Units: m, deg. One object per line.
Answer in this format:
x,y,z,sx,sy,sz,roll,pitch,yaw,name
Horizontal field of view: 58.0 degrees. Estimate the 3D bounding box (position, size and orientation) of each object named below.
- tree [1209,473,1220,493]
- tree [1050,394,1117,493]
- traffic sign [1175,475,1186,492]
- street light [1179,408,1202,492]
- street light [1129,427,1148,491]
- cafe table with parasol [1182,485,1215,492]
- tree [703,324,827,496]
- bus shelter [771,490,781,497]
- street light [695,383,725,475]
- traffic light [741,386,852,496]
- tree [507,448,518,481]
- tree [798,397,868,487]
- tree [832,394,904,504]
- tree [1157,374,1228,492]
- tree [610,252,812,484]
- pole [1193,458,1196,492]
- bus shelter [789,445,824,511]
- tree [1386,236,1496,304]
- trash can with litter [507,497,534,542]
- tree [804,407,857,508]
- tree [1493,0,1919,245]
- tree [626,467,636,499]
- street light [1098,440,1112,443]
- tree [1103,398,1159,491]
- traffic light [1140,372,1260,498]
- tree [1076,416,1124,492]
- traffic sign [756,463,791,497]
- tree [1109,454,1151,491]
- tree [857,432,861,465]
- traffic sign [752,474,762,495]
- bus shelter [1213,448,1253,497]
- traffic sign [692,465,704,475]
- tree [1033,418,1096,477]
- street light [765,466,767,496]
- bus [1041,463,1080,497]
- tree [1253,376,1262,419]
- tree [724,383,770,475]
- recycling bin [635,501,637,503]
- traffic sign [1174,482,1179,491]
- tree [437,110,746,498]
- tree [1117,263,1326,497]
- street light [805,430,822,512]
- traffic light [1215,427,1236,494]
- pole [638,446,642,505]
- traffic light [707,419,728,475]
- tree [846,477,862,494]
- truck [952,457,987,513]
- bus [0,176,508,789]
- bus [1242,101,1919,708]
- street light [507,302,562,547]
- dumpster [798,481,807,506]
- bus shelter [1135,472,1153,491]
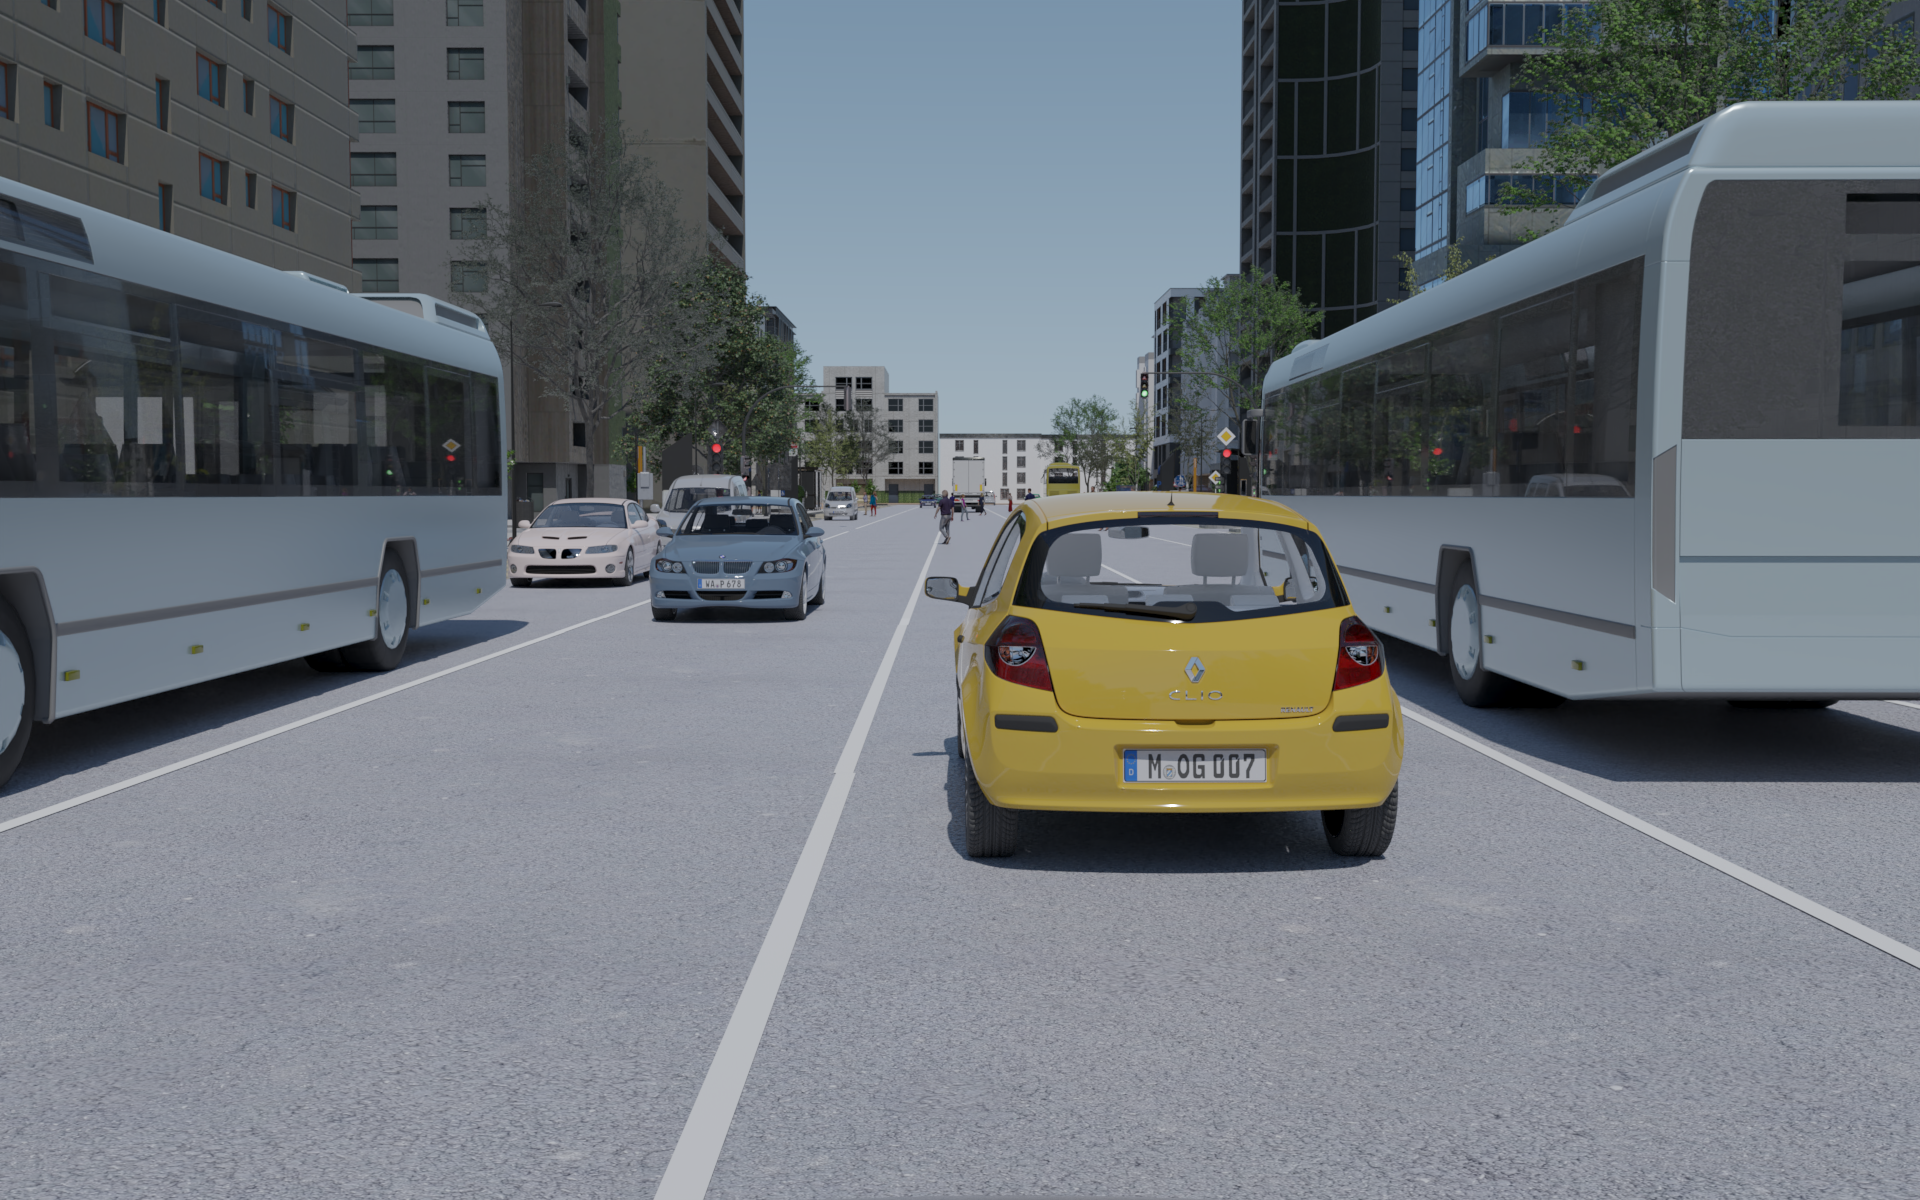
18.664,-7.812,122.329,1.663,3.219,1.824,0,3,0,tree
13.236,-15.578,180.450,9.928,11.665,9.643,0,3,0,tree
14.680,-7.026,114.974,0.768,2.556,0.104,0,4,3,traffic sign
12.573,-7.435,94.109,1.470,5.913,1.316,0,4,0,street light
12.506,-9.068,120.799,1.470,5.913,1.316,0,4,0,street light
17.578,-7.393,125.747,2.610,1.966,2.610,0,4,0,cafe table with parasol
-12.155,-11.017,105.875,9.928,11.665,9.643,0,3,0,tree
-12.597,-7.815,121.699,2.014,3.302,5.546,0,3,0,bus shelter
-10.494,-6.108,72.412,1.470,5.913,1.316,0,4,0,street light
-6.934,-5.988,72.565,4.771,5.953,1.251,0,4,0,traffic light
-10.832,-2.744,39.459,1.663,3.219,1.824,0,3,0,tree
-12.451,-14.176,166.193,7.601,10.594,8.767,-1,4,-15,tree
-11.640,-18.529,213.323,12.009,13.543,11.850,0,3,0,tree
13.834,-9.373,103.614,4.360,8.622,3.978,0,3,0,tree
-11.755,-10.099,82.121,9.611,12.733,9.660,0,3,0,tree
13.326,-6.387,98.267,0.158,3.312,0.155,0,3,0,pole
-11.923,-9.577,134.216,2.179,5.291,8.768,0,4,0,bus shelter
13.879,-6.127,50.545,4.737,8.622,4.395,0,3,0,tree
-12.330,-2.227,47.463,2.233,1.210,1.678,0,4,-6,trash can with litter
-11.513,-11.998,146.533,4.737,8.622,4.395,0,3,0,tree
13.573,-6.438,31.019,9.928,11.665,9.643,0,3,0,tree
-20.038,-6.843,106.489,1.663,3.219,1.824,0,3,0,tree
12.419,-10.711,147.671,1.470,5.913,1.316,0,4,0,street light
12.989,-10.924,128.977,4.737,8.622,4.395,0,3,0,tree
9.045,-5.492,64.463,4.771,5.953,1.251,0,4,0,traffic light
13.720,-13.447,170.220,4.360,8.622,3.978,0,3,0,tree
-12.038,-7.223,111.974,2.265,3.308,0.079,0,4,2,traffic sign
13.065,-9.236,134.729,4.285,4.588,4.351,0,3,0,tree
-12.580,-14.655,189.968,4.737,8.622,4.395,0,3,0,tree
-13.153,-6.830,111.667,0.884,2.594,0.081,0,4,5,traffic sign
14.683,-6.124,91.410,1.731,3.624,6.357,0,4,0,bus shelter
-11.614,-4.637,75.921,0.768,2.556,0.104,0,4,0,traffic sign
13.404,-16.874,210.301,8.767,10.594,7.601,-3,4,-38,tree
-10.584,-7.749,99.229,1.470,5.913,1.316,0,4,0,street light
7.865,-8.785,135.186,2.896,3.916,12.252,0,4,2,bus
18.618,-9.088,98.956,4.360,8.622,3.978,0,3,0,tree
-11.752,-8.722,92.964,4.737,8.622,4.395,0,3,0,tree
-11.722,-2.920,60.299,0.722,1.027,0.722,-2,4,-35,recycling bin
15.084,-7.326,119.778,0.884,2.594,0.081,0,4,7,traffic sign
-11.909,-8.886,55.648,12.009,13.543,11.850,0,3,0,tree
13.395,-9.410,79.617,9.928,11.665,9.643,0,3,0,tree
-10.692,-9.363,125.629,1.470,5.913,1.316,0,4,0,street light
11.115,-5.118,72.595,0.839,4.253,0.868,0,4,0,traffic light
-13.632,-4.889,73.775,0.158,3.312,0.155,0,3,0,pole
-9.004,-4.625,64.540,0.839,4.253,0.868,0,4,0,traffic light
-11.823,-12.357,196.639,1.663,3.219,1.824,0,3,0,tree
0.709,-9.072,137.244,2.839,4.237,11.283,0,4,1,truck
-5.776,-0.975,10.795,2.948,3.499,13.247,0,4,0,bus
4.672,-1.216,14.746,2.948,3.499,13.247,0,4,1,bus
-10.325,-4.252,42.068,1.470,5.913,1.316,0,4,0,street light
-12.082,-7.646,127.507,1.502,2.255,1.985,0,4,0,dumpster
14.502,-9.067,142.165,2.014,3.302,5.546,0,4,0,bus shelter
